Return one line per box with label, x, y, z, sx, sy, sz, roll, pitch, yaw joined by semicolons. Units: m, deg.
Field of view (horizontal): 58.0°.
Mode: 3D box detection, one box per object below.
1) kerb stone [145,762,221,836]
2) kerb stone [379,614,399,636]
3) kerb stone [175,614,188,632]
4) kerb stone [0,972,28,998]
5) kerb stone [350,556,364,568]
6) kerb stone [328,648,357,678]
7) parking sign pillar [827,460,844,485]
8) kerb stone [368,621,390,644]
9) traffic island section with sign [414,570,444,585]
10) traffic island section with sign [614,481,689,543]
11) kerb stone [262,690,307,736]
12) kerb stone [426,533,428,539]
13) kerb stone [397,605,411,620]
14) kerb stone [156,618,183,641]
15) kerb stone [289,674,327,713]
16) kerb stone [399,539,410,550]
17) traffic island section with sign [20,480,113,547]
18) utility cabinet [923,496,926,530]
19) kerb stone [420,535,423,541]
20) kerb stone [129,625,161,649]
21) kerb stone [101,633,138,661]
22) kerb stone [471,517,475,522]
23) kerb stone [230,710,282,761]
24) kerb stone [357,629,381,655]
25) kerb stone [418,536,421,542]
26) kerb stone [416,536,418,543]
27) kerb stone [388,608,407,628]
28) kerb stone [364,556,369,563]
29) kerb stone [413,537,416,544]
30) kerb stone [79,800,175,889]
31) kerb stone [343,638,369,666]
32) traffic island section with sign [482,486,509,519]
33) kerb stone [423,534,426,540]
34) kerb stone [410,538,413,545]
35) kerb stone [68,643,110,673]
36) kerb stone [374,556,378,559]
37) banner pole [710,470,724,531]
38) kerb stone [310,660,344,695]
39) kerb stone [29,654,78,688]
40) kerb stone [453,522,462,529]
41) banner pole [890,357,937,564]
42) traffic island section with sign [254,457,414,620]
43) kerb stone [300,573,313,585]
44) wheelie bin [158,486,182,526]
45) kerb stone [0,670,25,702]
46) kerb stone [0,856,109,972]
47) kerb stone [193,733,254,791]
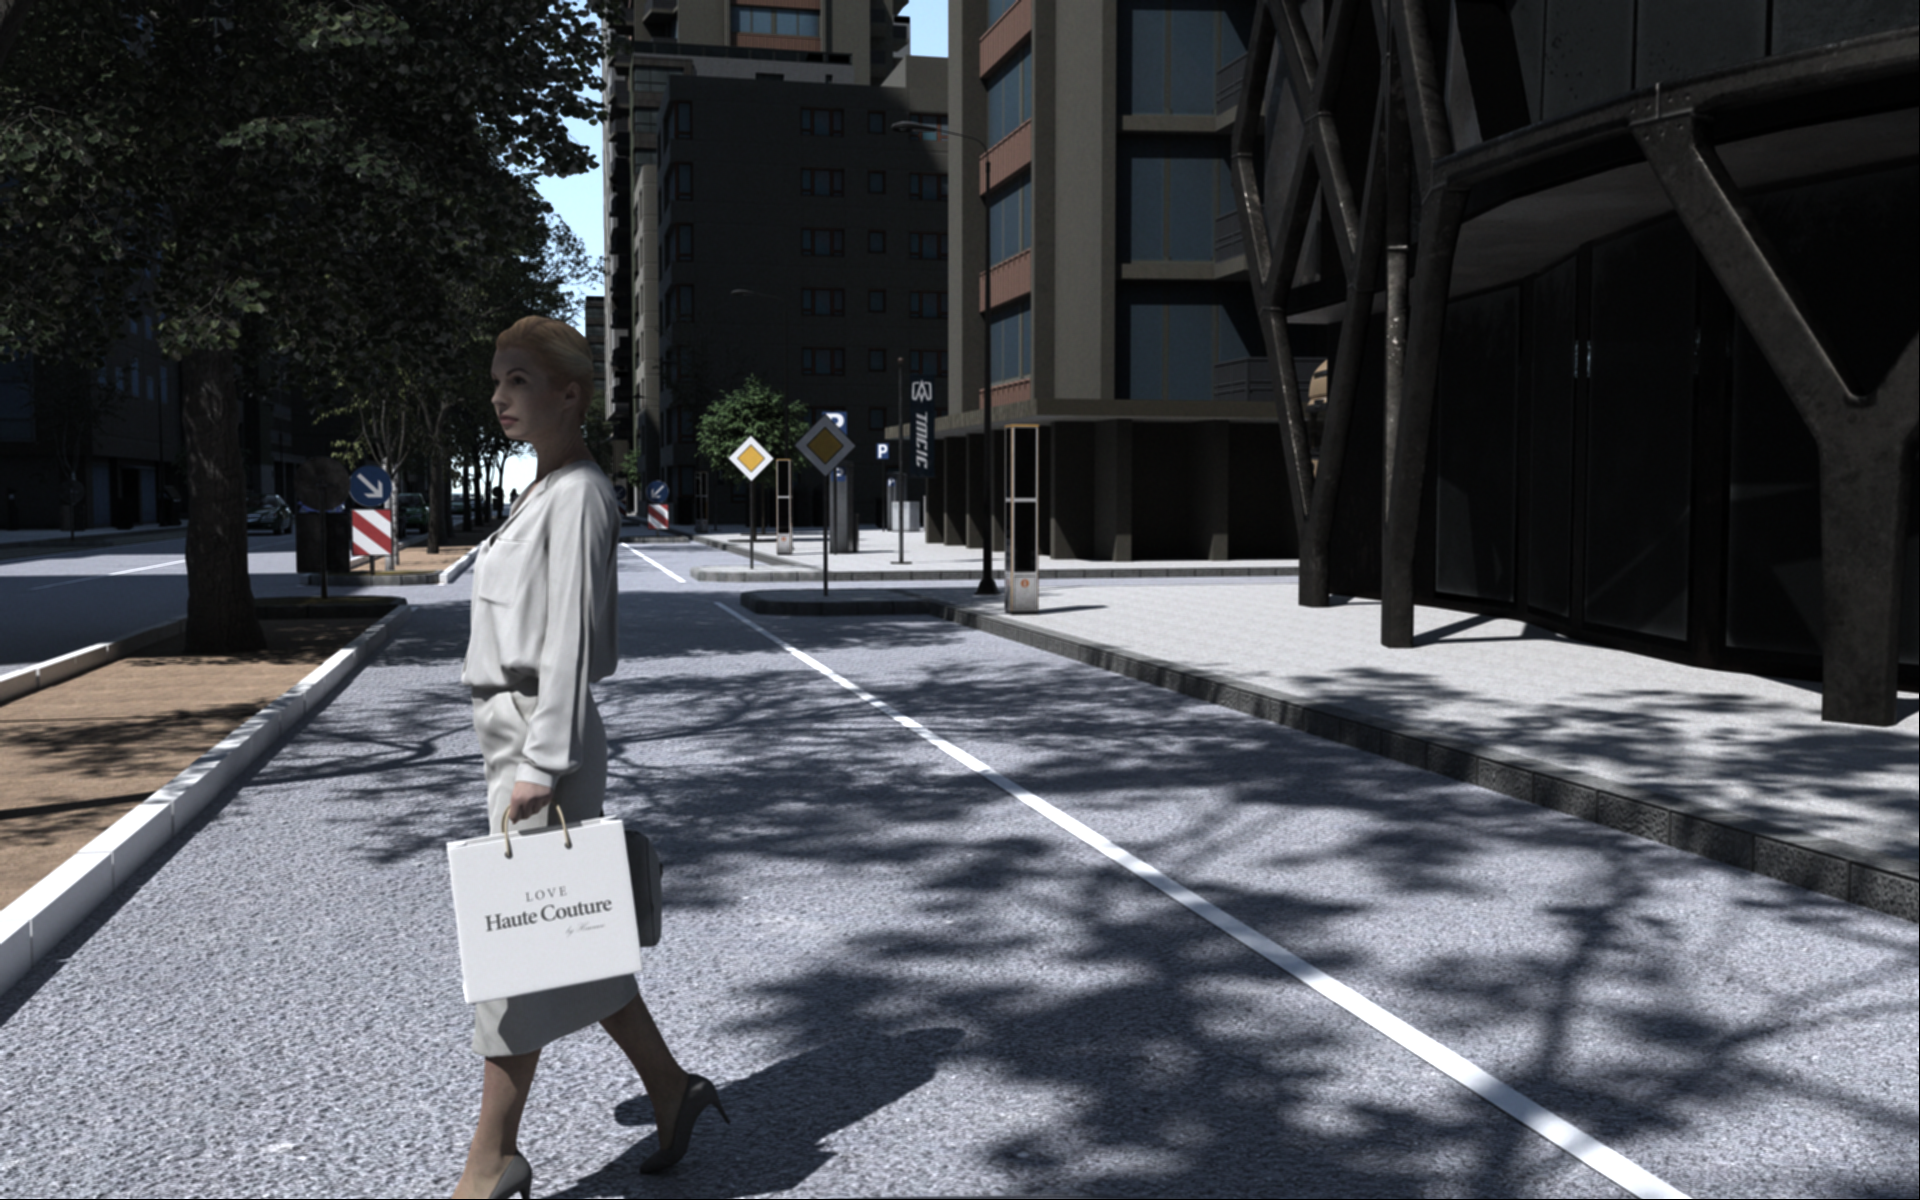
kerb stone;-3.461;0.887;7.713;0.120;0.150;1.000;-1;4;-13
kerb stone;-5.857;0.276;17.676;0.120;0.150;1.000;-1;4;-13
kerb stone;-8.139;0.246;18.178;0.120;0.150;1.000;-1;4;-13
kerb stone;-2.743;1.069;4.721;0.120;0.150;1.000;-1;4;-13
kerb stone;-12.097;-0.759;34.653;0.120;0.150;1.000;-1;4;-13
kerb stone;-4.907;0.523;13.690;0.120;0.150;1.000;-1;4;-13
parking sign pillar;-5.087;-5.028;70.673;1.447;3.967;1.447;1;4;8
kerb stone;-5.622;0.337;16.681;0.120;0.150;1.000;-1;4;-13
traffic island section with sign;-9.403;-1.207;27.868;2.006;1.907;1.989;-1;4;-13
traffic island section with sign;-9.136;-2.620;51.458;1.989;1.847;2.006;-1;4;-13
kerb stone;-4.185;0.704;10.701;0.120;0.150;1.000;-1;4;-13
kerb stone;-16.643;-1.920;53.594;0.120;0.150;1.000;-1;4;-13
kerb stone;-6.336;0.160;19.669;0.120;0.150;1.000;-1;4;-13
kerb stone;-7.902;0.316;17.176;0.120;0.150;1.000;-1;4;-13
kerb stone;-4.418;0.642;11.699;0.120;0.150;1.000;-1;4;-13
kerb stone;-14.969;-1.491;46.616;0.120;0.150;1.000;-1;4;-13
traffic island section with sign;-24.360;-2.369;47.353;1.989;1.847;2.006;-1;4;-13
utility cabinet;-0.804;-3.092;61.716;1.020;1.237;0.306;2;4;34
kerb stone;-16.166;-1.797;51.604;0.120;0.150;1.000;-1;4;-13
kerb stone;-7.665;0.368;16.180;0.120;0.150;1.000;-1;4;-13
kerb stone;-7.409;0.429;15.186;0.120;0.150;1.000;-1;4;-13
kerb stone;-26.458;-4.420;94.470;0.120;0.150;1.000;-1;4;-13
kerb stone;-3.950;0.765;9.703;0.120;0.150;1.000;-1;4;-13
kerb stone;-5.381;0.399;15.688;0.120;0.150;1.000;-1;4;-13
kerb stone;-15.917;-1.738;50.605;0.120;0.150;1.000;-1;4;-13
kerb stone;-15.687;-1.676;49.597;0.120;0.150;1.000;-1;4;-13
kerb stone;-6.097;0.217;18.674;0.120;0.150;1.000;-1;4;-13
kerb stone;-12.332;-0.823;35.651;0.120;0.150;1.000;-1;4;-13
kerb stone;-15.441;-1.615;48.605;0.120;0.150;1.000;-1;4;-13
kerb stone;-3.226;0.949;6.714;0.120;0.150;1.000;-1;4;-13
kerb stone;-5.143;0.459;14.684;0.120;0.150;1.000;-1;4;-13
traffic island section with sign;-26.959;-5.676;100.935;2.006;1.907;1.989;-1;4;-13
kerb stone;-16.402;-1.860;52.601;0.120;0.150;1.000;-1;4;-13
kerb stone;-15.209;-1.554;47.610;0.120;0.150;1.000;-1;4;-13
kerb stone;-7.178;0.492;14.191;0.120;0.150;1.000;-1;4;-13
kerb stone;-12.815;-0.946;37.658;0.120;0.150;1.000;-1;4;-13
banner pole;-8.337;-4.265;59.749;0.401;3.779;0.863;-3;4;-37
kerb stone;-4.657;0.581;12.693;0.120;0.150;1.000;-1;4;-13
kerb stone;-6.933;0.551;13.192;0.120;0.150;1.000;-1;4;-13
kerb stone;-21.910;-3.258;75.532;0.120;0.150;1.000;-1;4;-13
banner pole;-0.855;-2.559;31.853;0.863;3.779;0.401;0;4;-8
traffic island section with sign;-7.683;-0.766;20.663;2.006;1.907;1.989;-1;4;-13
kerb stone;-10.421;-0.336;27.691;0.120;0.150;1.000;-1;4;-13
wheelie bin;-31.770;-3.772;69.586;0.693;1.594;0.980;0;4;8
kerb stone;-6.711;0.614;12.195;0.120;0.150;1.000;-1;4;-13
kerb stone;-2.986;1.012;5.720;0.120;0.150;1.000;-1;4;-13
kerb stone;-3.708;0.827;8.706;0.120;0.150;1.000;-1;4;-13
